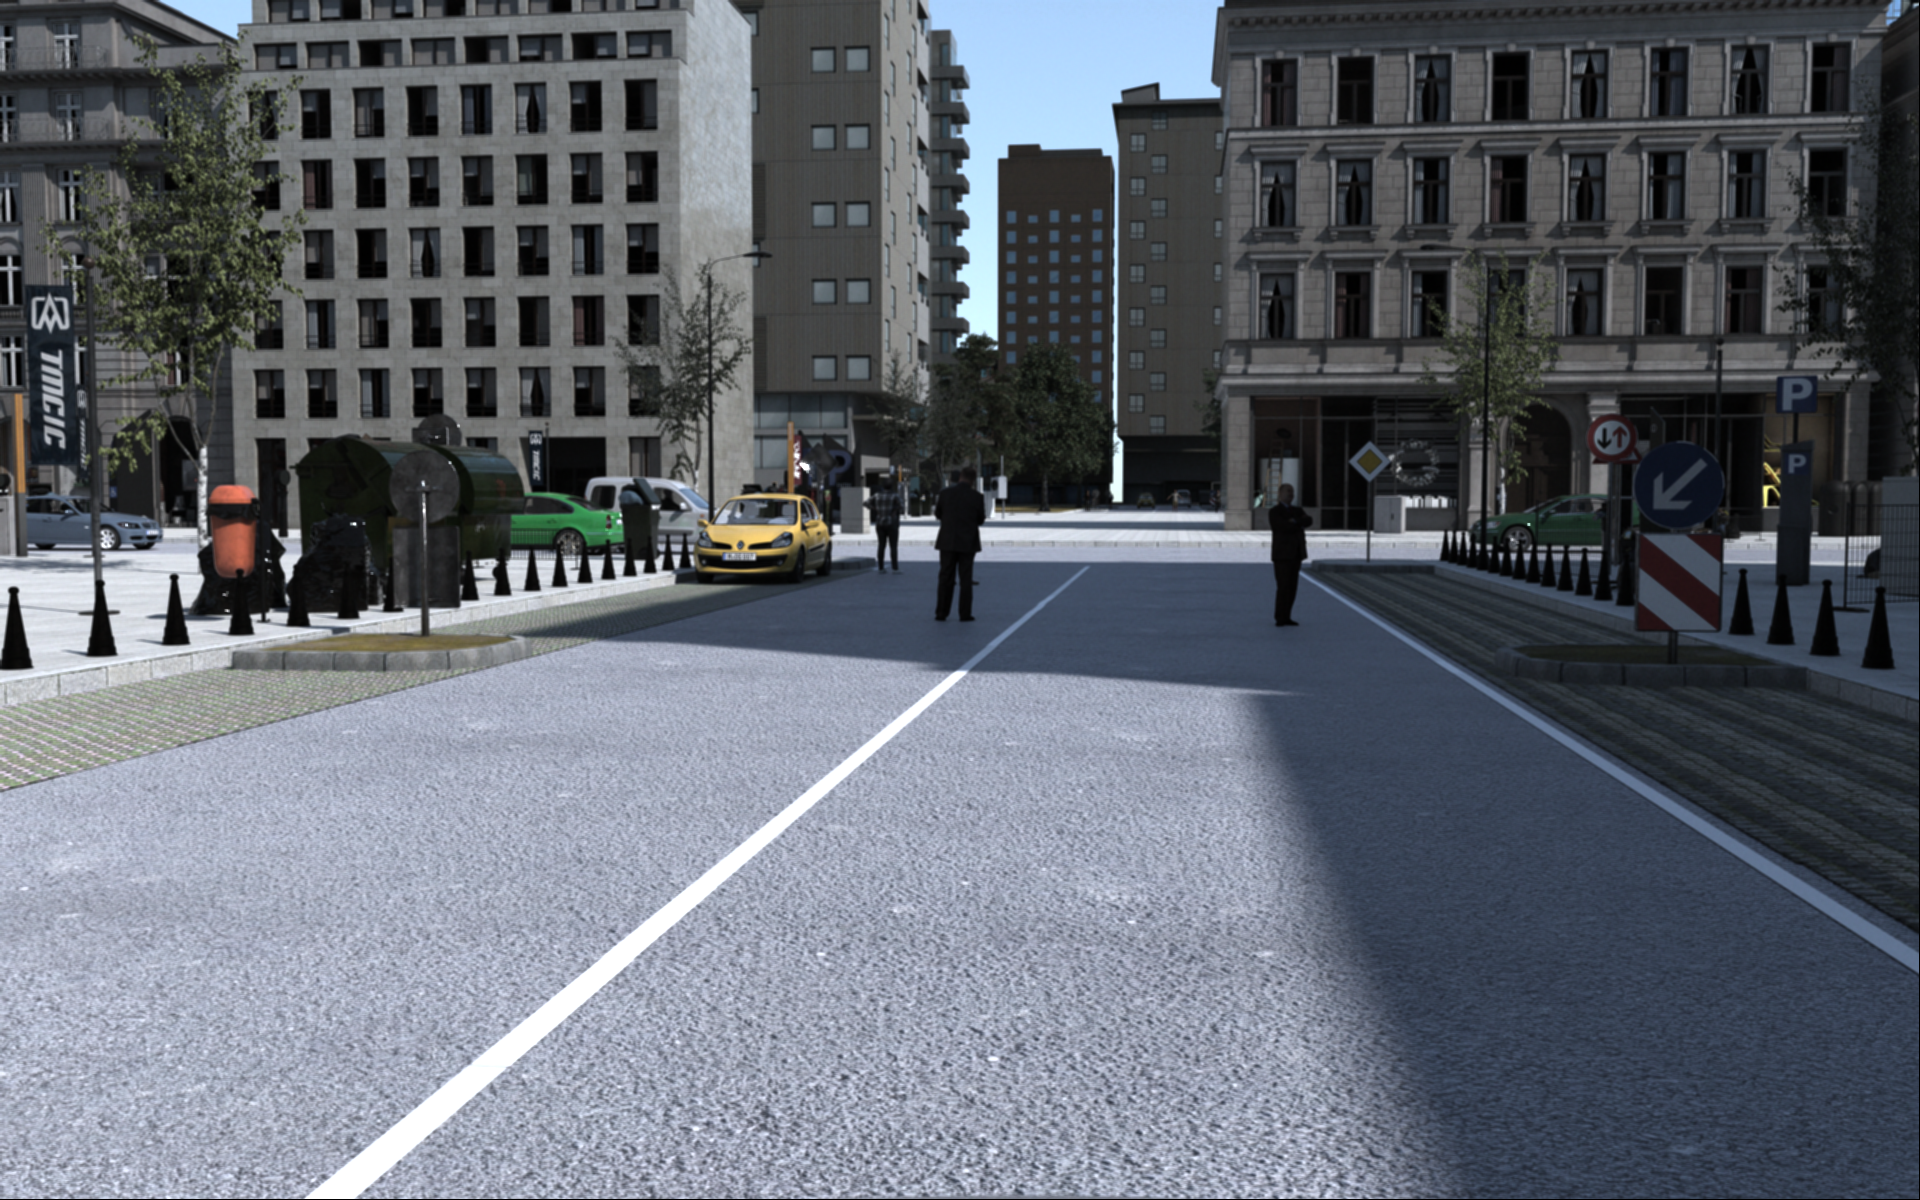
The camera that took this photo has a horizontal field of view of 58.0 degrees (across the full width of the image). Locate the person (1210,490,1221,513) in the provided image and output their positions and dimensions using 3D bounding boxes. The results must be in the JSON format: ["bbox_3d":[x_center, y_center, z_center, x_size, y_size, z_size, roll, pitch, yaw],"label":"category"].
[{"bbox_3d":[18.092,-6.860,121.380,1.217,1.735,0.721,1,4,12],"label":"person"}]

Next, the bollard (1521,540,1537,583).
[{"bbox_3d":[8.301,-0.551,25.055,0.229,0.601,0.229,0,3,0],"label":"bollard"}]

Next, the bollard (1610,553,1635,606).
[{"bbox_3d":[7.668,-0.238,19.930,0.229,0.601,0.229,0,3,0],"label":"bollard"}]

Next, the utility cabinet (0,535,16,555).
[{"bbox_3d":[-20.454,-1.553,36.554,1.020,1.237,0.306,0,4,7],"label":"utility cabinet"}]

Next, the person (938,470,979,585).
[{"bbox_3d":[-0.052,-1.145,27.316,0.635,1.810,0.391,2,4,24],"label":"person"}]

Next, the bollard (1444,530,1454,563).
[{"bbox_3d":[9.190,-0.989,32.204,0.229,0.601,0.229,0,3,0],"label":"bollard"}]

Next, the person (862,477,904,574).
[{"bbox_3d":[-1.314,-1.341,31.146,0.841,1.734,0.376,2,4,30],"label":"person"}]

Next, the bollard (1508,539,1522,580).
[{"bbox_3d":[8.429,-0.614,26.074,0.229,0.601,0.229,0,3,0],"label":"bollard"}]

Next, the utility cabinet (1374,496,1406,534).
[{"bbox_3d":[13.961,-2.760,56.295,0.306,1.237,1.020,-3,5,-45],"label":"utility cabinet"}]

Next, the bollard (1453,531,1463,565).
[{"bbox_3d":[9.060,-0.926,31.179,0.229,0.601,0.229,0,3,0],"label":"bollard"}]

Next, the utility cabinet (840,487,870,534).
[{"bbox_3d":[-3.366,-2.883,55.822,0.318,1.500,1.173,-3,5,-41],"label":"utility cabinet"}]

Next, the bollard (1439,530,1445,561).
[{"bbox_3d":[9.318,-1.051,33.227,0.229,0.601,0.229,0,3,0],"label":"bollard"}]

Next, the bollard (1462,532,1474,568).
[{"bbox_3d":[8.933,-0.863,30.156,0.229,0.601,0.229,0,3,0],"label":"bollard"}]

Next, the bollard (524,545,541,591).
[{"bbox_3d":[-5.672,-0.423,22.957,0.229,0.601,0.229,0,3,0],"label":"bollard"}]

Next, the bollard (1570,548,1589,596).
[{"bbox_3d":[7.921,-0.363,21.970,0.229,0.601,0.229,0,3,0],"label":"bollard"}]

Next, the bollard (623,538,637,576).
[{"bbox_3d":[-5.161,-0.674,27.064,0.229,0.601,0.229,0,3,0],"label":"bollard"}]

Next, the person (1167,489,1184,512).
[{"bbox_3d":[17.300,-8.003,139.347,1.348,1.824,0.705,0,4,3],"label":"person"}]

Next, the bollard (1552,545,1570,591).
[{"bbox_3d":[8.051,-0.427,23.016,0.229,0.601,0.229,0,3,0],"label":"bollard"}]

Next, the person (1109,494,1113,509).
[{"bbox_3d":[14.407,-9.388,165.220,0.421,1.427,0.697,1,4,23],"label":"person"}]

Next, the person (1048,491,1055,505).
[{"bbox_3d":[10.552,-11.665,199.771,0.990,1.755,0.434,2,4,31],"label":"person"}]

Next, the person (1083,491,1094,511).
[{"bbox_3d":[10.682,-8.242,144.080,1.217,1.723,0.721,-2,4,-35],"label":"person"}]

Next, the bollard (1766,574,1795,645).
[{"bbox_3d":[7.031,0.075,14.818,0.229,0.601,0.229,0,3,0],"label":"bollard"}]

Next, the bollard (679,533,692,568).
[{"bbox_3d":[-4.783,-0.862,30.131,0.229,0.601,0.229,0,3,0],"label":"bollard"}]

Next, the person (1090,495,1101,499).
[{"bbox_3d":[16.043,-11.964,204.118,1.348,1.824,0.705,-1,4,-13],"label":"person"}]

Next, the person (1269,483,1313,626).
[{"bbox_3d":[3.606,-0.496,18.883,0.482,1.546,0.388,-2,4,-24],"label":"person"}]

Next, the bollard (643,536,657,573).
[{"bbox_3d":[-5.031,-0.737,28.089,0.229,0.601,0.229,0,3,0],"label":"bollard"}]

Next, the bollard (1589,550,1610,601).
[{"bbox_3d":[7.790,-0.300,20.952,0.229,0.601,0.229,0,3,0],"label":"bollard"}]

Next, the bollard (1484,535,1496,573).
[{"bbox_3d":[8.684,-0.739,28.118,0.229,0.601,0.229,0,3,0],"label":"bollard"}]

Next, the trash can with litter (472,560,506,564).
[{"bbox_3d":[-9.542,-1.290,32.155,1.678,1.210,2.233,-2,4,-35],"label":"trash can with litter"}]

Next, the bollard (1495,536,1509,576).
[{"bbox_3d":[8.556,-0.676,27.095,0.229,0.601,0.229,0,3,0],"label":"bollard"}]

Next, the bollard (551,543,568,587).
[{"bbox_3d":[-5.545,-0.485,23.976,0.229,0.601,0.229,0,3,0],"label":"bollard"}]

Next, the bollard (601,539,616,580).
[{"bbox_3d":[-5.289,-0.612,26.041,0.229,0.601,0.229,0,3,0],"label":"bollard"}]

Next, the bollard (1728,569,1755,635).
[{"bbox_3d":[7.154,0.012,15.838,0.229,0.601,0.229,0,3,0],"label":"bollard"}]

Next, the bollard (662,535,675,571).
[{"bbox_3d":[-4.905,-0.799,29.108,0.229,0.601,0.229,0,3,0],"label":"bollard"}]

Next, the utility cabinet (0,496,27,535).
[{"bbox_3d":[-31.988,-2.893,58.467,0.306,1.237,1.020,1,4,17],"label":"utility cabinet"}]

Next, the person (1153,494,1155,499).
[{"bbox_3d":[21.763,-11.184,194.620,0.557,1.426,1.065,0,4,6],"label":"person"}]

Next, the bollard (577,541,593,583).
[{"bbox_3d":[-5.419,-0.549,25.013,0.229,0.601,0.229,0,3,0],"label":"bollard"}]

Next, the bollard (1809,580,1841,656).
[{"bbox_3d":[6.901,0.137,13.800,0.229,0.601,0.229,0,3,0],"label":"bollard"}]

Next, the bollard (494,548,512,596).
[{"bbox_3d":[-5.798,-0.361,21.938,0.229,0.601,0.229,0,3,0],"label":"bollard"}]

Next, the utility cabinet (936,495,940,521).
[{"bbox_3d":[-0.663,-4.414,83.330,1.020,1.237,0.306,-2,4,-34],"label":"utility cabinet"}]

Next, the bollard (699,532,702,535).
[{"bbox_3d":[-4.652,-0.925,31.170,0.229,0.601,0.229,0,3,0],"label":"bollard"}]

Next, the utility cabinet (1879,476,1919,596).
[{"bbox_3d":[12.067,-0.792,21.629,0.318,1.500,1.173,-1,4,-13],"label":"utility cabinet"}]

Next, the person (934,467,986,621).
[{"bbox_3d":[-0.011,-0.640,19.649,0.565,1.739,0.600,-1,4,-18],"label":"person"}]

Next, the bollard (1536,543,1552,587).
[{"bbox_3d":[8.174,-0.489,24.036,0.229,0.601,0.229,0,3,0],"label":"bollard"}]

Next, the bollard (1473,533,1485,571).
[{"bbox_3d":[8.808,-0.801,29.137,0.229,0.601,0.229,0,3,0],"label":"bollard"}]

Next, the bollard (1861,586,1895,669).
[{"bbox_3d":[6.778,0.200,12.770,0.229,0.601,0.229,0,3,0],"label":"bollard"}]

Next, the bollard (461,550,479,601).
[{"bbox_3d":[-5.926,-0.298,20.913,0.229,0.601,0.229,0,3,0],"label":"bollard"}]
